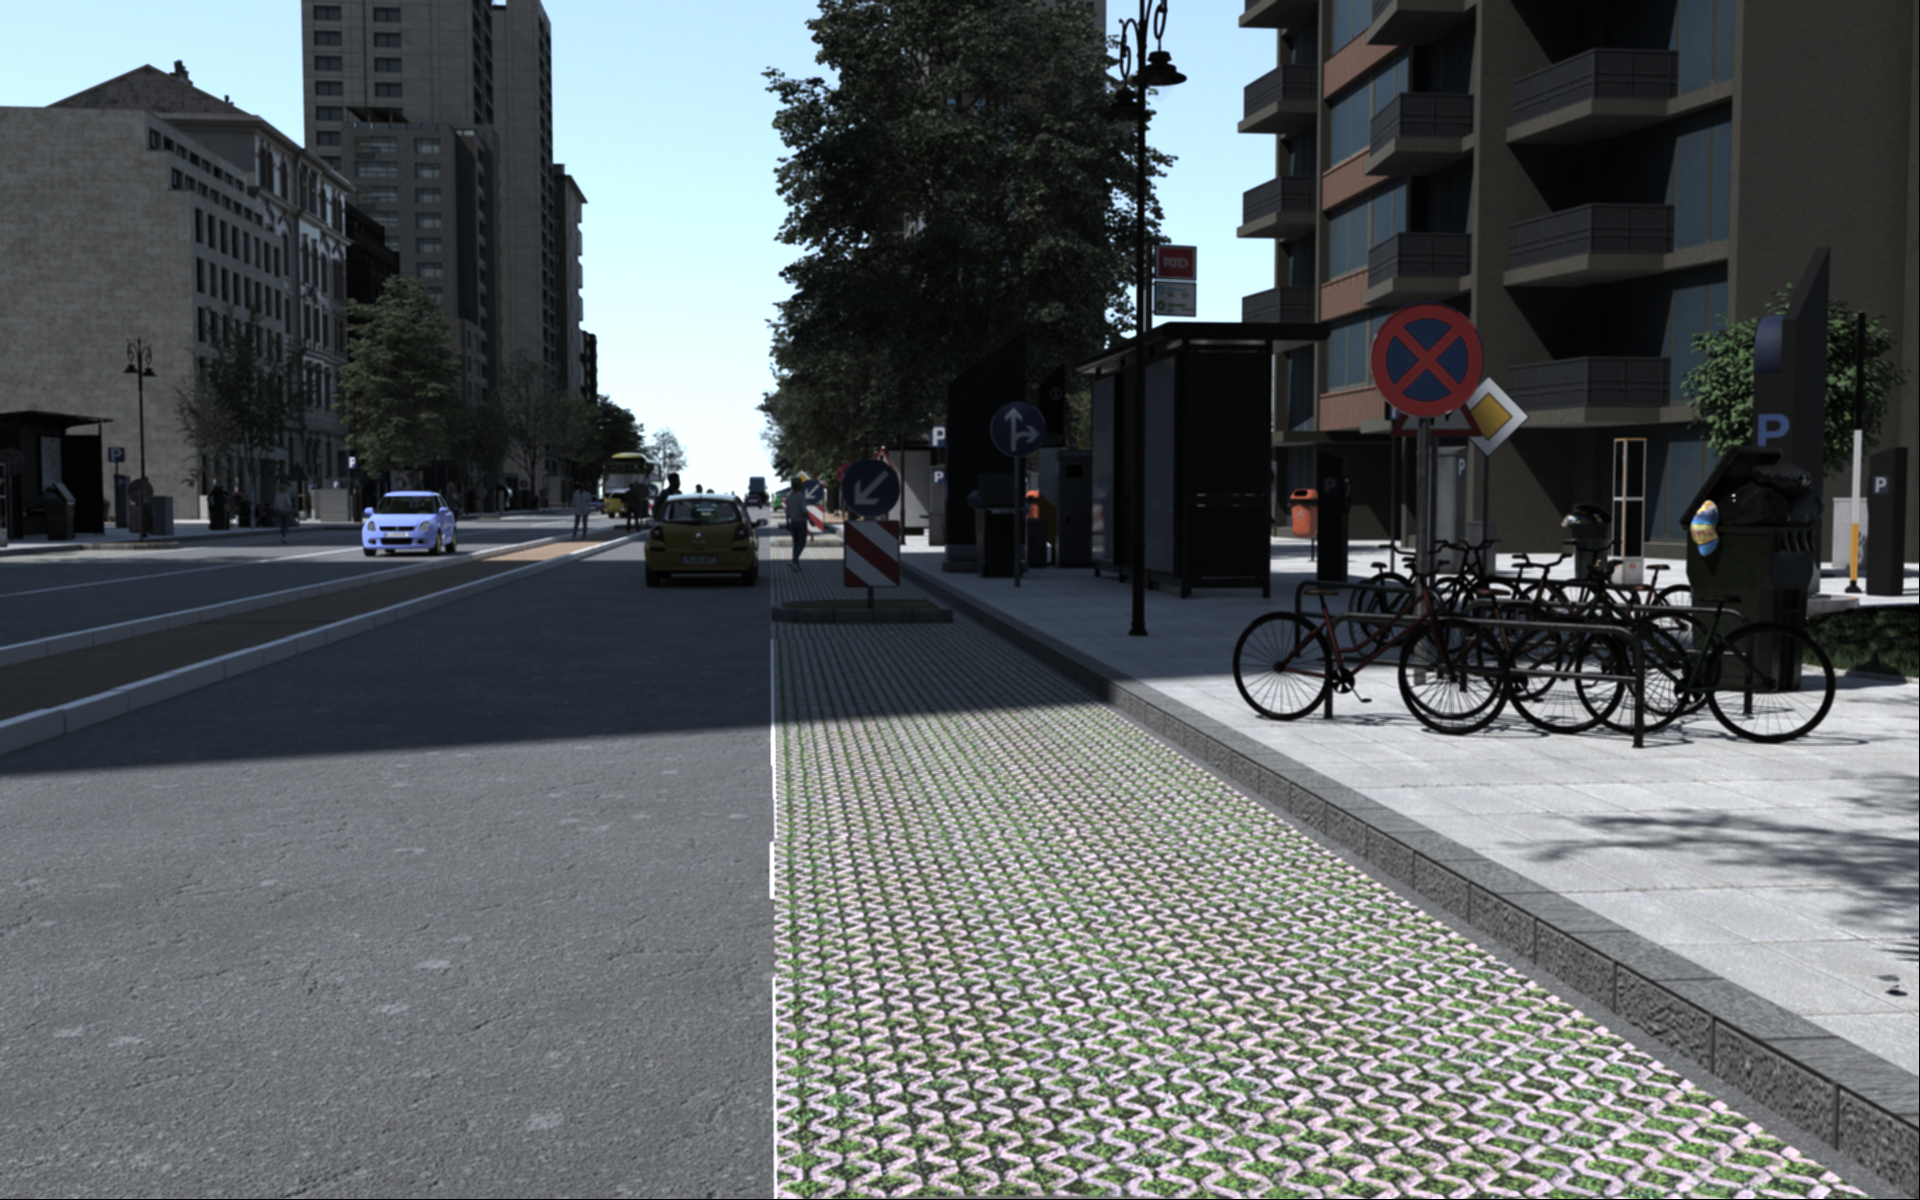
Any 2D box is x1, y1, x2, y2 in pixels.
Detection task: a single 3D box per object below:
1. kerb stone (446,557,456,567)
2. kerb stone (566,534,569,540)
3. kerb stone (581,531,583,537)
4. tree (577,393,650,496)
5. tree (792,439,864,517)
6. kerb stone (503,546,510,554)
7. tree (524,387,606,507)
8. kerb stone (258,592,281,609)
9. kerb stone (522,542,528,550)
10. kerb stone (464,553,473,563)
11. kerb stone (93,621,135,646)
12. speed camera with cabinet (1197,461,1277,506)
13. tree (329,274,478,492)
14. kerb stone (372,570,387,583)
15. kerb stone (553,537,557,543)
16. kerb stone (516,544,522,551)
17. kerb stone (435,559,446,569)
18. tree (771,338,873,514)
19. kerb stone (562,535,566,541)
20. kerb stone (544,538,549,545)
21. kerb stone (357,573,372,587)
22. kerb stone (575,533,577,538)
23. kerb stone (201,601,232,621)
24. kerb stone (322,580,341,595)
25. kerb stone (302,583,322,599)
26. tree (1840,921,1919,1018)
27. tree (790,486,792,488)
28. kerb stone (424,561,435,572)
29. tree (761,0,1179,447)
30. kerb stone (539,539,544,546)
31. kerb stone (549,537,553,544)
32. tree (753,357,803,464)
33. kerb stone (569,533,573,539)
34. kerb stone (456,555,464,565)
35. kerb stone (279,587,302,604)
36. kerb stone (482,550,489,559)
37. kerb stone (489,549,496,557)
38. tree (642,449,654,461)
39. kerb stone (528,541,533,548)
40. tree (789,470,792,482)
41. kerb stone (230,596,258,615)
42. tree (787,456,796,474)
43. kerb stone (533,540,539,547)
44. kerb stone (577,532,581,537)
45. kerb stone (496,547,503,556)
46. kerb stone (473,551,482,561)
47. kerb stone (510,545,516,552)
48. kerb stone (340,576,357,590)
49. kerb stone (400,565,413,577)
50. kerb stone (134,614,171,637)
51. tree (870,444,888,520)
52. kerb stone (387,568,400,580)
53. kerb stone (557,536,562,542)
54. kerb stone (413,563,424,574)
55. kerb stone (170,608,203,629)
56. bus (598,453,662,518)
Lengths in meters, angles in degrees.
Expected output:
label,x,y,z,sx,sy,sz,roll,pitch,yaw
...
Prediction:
label,x,y,z,sx,sy,sz,roll,pitch,yaw
kerb stone,-10.119,-0.723,34.058,0.120,0.150,1.000,0,4,-6
kerb stone,-12.246,-1.910,53.431,0.120,0.150,1.000,0,4,-6
kerb stone,-12.690,-2.160,57.519,0.120,0.150,1.000,0,4,-6
tree,-39.848,-16.924,194.829,7.486,12.596,7.792,0,3,0
tree,-6.589,-7.020,98.499,4.285,4.588,4.351,0,3,0
kerb stone,-10.908,-1.159,41.202,0.120,0.150,1.000,0,4,-6
tree,-38.372,-14.877,168.994,9.928,11.665,9.643,0,3,0
kerb stone,-8.784,0.024,21.809,0.120,0.150,1.000,0,4,-6
kerb stone,-11.241,-1.343,44.254,0.120,0.150,1.000,0,4,-6
kerb stone,-10.349,-0.850,36.090,0.120,0.150,1.000,0,4,-6
kerb stone,-8.226,0.336,16.705,0.120,0.150,1.000,0,4,-6
speed camera with cabinet,7.353,-3.159,45.983,2.038,3.252,0.660,-1,4,-14
tree,-28.727,-10.496,89.738,7.486,12.596,7.792,0,3,0
kerb stone,-9.449,-0.350,27.914,0.120,0.150,1.000,0,4,-6
kerb stone,-11.917,-1.724,50.381,0.120,0.150,1.000,0,4,-6
kerb stone,-11.124,-1.286,43.238,0.120,0.150,1.000,0,4,-6
kerb stone,-10.010,-0.663,33.036,0.120,0.150,1.000,0,4,-6
tree,-8.485,-11.903,112.737,7.486,12.596,7.792,0,3,0
kerb stone,-12.135,-1.848,52.414,0.120,0.150,1.000,0,4,-6
kerb stone,-11.683,-1.599,48.350,0.120,0.150,1.000,0,4,-6
kerb stone,-9.347,-0.285,26.896,0.120,0.150,1.000,0,4,-6
kerb stone,-12.469,-2.031,55.483,0.120,0.150,1.000,0,4,-6
kerb stone,-8.561,0.152,19.772,0.120,0.150,1.000,0,4,-6
kerb stone,-9.115,-0.163,24.862,0.120,0.150,1.000,0,4,-6
kerb stone,-9.010,-0.101,23.842,0.120,0.150,1.000,0,4,-6
tree,2.966,-5.718,3.855,12.009,13.543,11.850,0,3,0
tree,-29.583,-19.046,306.004,1.663,3.219,1.824,0,3,0
kerb stone,-9.906,-0.600,32.002,0.120,0.150,1.000,0,4,-6
tree,0.282,-7.956,36.737,9.857,13.997,8.962,0,3,0
kerb stone,-11.572,-1.538,47.334,0.120,0.150,1.000,0,4,-6
kerb stone,-11.800,-1.662,49.365,0.120,0.150,1.000,0,4,-6
tree,-23.950,-23.510,240.275,12.611,20.169,13.585,0,3,0
kerb stone,-12.346,-1.970,54.448,0.120,0.150,1.000,0,4,-6
kerb stone,-10.240,-0.788,35.074,0.120,0.150,1.000,0,4,-6
kerb stone,-8.904,-0.039,22.825,0.120,0.150,1.000,0,4,-6
kerb stone,-10.568,-0.974,38.133,0.120,0.150,1.000,0,4,-6
kerb stone,-10.686,-1.037,39.156,0.120,0.150,1.000,0,4,-6
tree,-49.980,-19.827,274.540,4.737,8.622,4.395,0,3,0
kerb stone,-11.349,-1.412,45.285,0.120,0.150,1.000,0,4,-6
tree,-10.211,-9.134,133.059,4.285,4.588,4.351,0,3,0
kerb stone,-8.675,0.086,20.793,0.120,0.150,1.000,0,4,-6
tree,-19.758,-16.394,218.409,4.737,8.622,4.395,0,3,0
kerb stone,-11.459,-1.475,46.318,0.120,0.150,1.000,0,4,-6
kerb stone,-12.579,-2.098,56.500,0.120,0.150,1.000,0,4,-6
kerb stone,-10.796,-1.099,40.172,0.120,0.150,1.000,0,4,-6
kerb stone,-10.451,-0.911,37.112,0.120,0.150,1.000,0,4,-6
kerb stone,-11.022,-1.225,42.218,0.120,0.150,1.000,0,4,-6
kerb stone,-9.232,-0.225,25.880,0.120,0.150,1.000,0,4,-6
kerb stone,-9.674,-0.475,29.966,0.120,0.150,1.000,0,4,-6
kerb stone,-8.339,0.274,17.722,0.120,0.150,1.000,0,4,-6
tree,-2.637,-3.899,58.347,1.663,3.219,1.824,0,3,0
kerb stone,-9.569,-0.410,28.940,0.120,0.150,1.000,0,4,-6
kerb stone,-12.019,-1.786,51.398,0.120,0.150,1.000,0,4,-6
kerb stone,-9.791,-0.537,30.983,0.120,0.150,1.000,0,4,-6
kerb stone,-8.451,0.213,18.748,0.120,0.150,1.000,0,4,-6
bus,-20.174,-7.062,107.017,2.896,3.916,12.252,0,4,-5
